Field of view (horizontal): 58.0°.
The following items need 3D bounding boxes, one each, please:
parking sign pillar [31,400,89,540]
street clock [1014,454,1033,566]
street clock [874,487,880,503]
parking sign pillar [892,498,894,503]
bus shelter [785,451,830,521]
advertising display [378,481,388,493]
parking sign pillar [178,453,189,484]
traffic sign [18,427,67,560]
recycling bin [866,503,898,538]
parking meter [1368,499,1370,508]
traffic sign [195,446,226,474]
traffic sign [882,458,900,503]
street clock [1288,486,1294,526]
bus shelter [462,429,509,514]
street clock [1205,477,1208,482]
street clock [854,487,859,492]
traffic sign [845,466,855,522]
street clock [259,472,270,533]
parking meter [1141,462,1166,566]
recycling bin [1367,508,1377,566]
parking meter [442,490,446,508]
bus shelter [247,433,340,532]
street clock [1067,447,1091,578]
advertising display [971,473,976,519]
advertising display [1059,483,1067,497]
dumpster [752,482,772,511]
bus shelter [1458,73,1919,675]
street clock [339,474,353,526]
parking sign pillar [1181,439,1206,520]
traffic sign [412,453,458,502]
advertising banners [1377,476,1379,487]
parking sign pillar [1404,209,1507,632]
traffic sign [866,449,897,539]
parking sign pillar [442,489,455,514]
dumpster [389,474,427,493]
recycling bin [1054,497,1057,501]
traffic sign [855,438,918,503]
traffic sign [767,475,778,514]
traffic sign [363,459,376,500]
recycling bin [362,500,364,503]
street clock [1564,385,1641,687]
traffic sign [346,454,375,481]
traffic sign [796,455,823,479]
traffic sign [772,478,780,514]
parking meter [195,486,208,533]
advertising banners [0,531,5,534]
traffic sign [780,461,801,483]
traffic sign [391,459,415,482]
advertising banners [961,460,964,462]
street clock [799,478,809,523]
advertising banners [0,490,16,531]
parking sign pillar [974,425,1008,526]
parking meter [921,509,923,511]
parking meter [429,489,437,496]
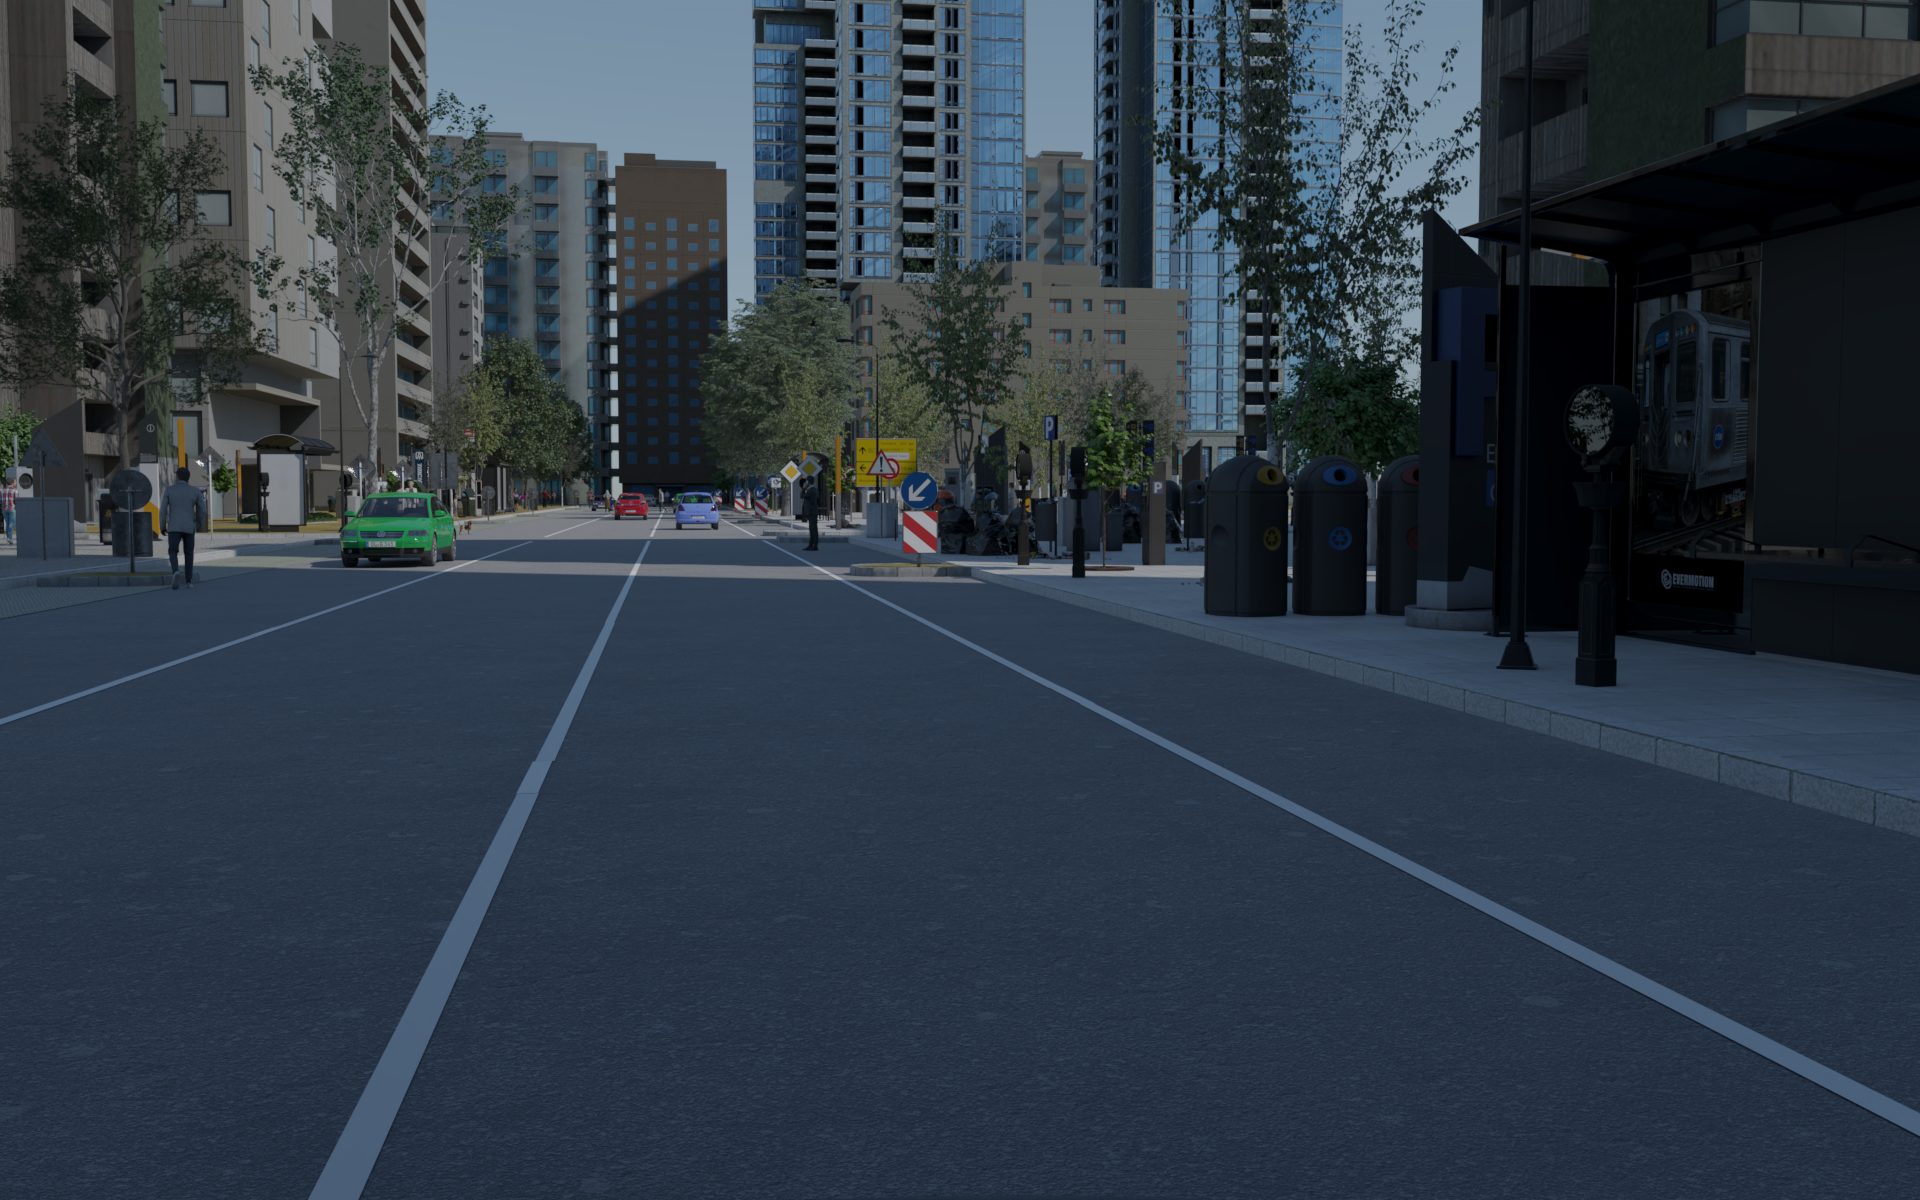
[{"bbox_3d":[-25.448,-3.696,48.897,1.447,3.967,1.447,-2,4,-23],"label":"parking sign pillar"},{"bbox_3d":[1.143,-1.623,31.111,0.358,2.002,0.471,-1,4,-8],"label":"street clock"},{"bbox_3d":[-3.826,-4.683,81.143,0.471,2.002,0.358,0,4,8],"label":"street clock"},{"bbox_3d":[-5.384,-8.681,130.405,1.447,3.967,1.447,-2,4,-31],"label":"parking sign pillar"},{"bbox_3d":[-7.364,-5.548,84.636,2.014,3.302,5.546,-1,4,-9],"label":"bus shelter"},{"bbox_3d":[-28.000,-4.804,83.763,0.123,1.923,0.974,1,4,16],"label":"advertising display"},{"bbox_3d":[-36.069,-5.557,79.332,1.447,3.967,1.447,0,4,3],"label":"parking sign pillar"},{"bbox_3d":[-17.727,-2.047,33.473,0.884,2.594,0.081,-1,4,-9],"label":"traffic sign"},{"bbox_3d":[-2.284,-2.347,50.927,0.722,1.027,0.722,2,4,28],"label":"recycling bin"},{"bbox_3d":[22.050,-5.396,93.935,0.399,1.863,0.255,-1,4,-10],"label":"parking meter"},{"bbox_3d":[-20.400,-2.898,47.123,0.795,2.593,0.064,-1,4,-9],"label":"traffic sign"},{"bbox_3d":[-2.481,-3.721,60.942,0.768,2.556,0.104,0,4,-8],"label":"traffic sign"},{"bbox_3d":[13.393,-3.969,69.459,0.471,2.002,0.358,-3,5,-41],"label":"street clock"},{"bbox_3d":[-30.186,-8.106,110.167,2.179,5.291,8.768,-1,4,-9],"label":"bus shelter"},{"bbox_3d":[10.510,-4.187,73.035,0.358,2.002,0.471,2,4,32],"label":"street clock"},{"bbox_3d":[-7.807,-7.632,129.348,0.471,2.002,0.358,0,4,1],"label":"street clock"},{"bbox_3d":[-4.995,-4.852,79.431,0.768,2.556,0.104,0,4,-7],"label":"traffic sign"},{"bbox_3d":[-23.105,-3.241,57.566,0.358,2.002,0.471,-2,4,-33],"label":"street clock"},{"bbox_3d":[3.477,-1.555,31.136,0.399,1.863,0.255,-2,4,-25],"label":"parking meter"},{"bbox_3d":[7.254,-1.154,31.422,0.722,1.027,0.722,3,4,38],"label":"recycling bin"},{"bbox_3d":[-30.406,-5.727,102.045,0.372,1.533,0.369,0,3,0],"label":"parking meter"},{"bbox_3d":[-23.225,-4.081,60.645,2.014,3.302,5.546,-1,4,-10],"label":"bus shelter"},{"bbox_3d":[1.821,-1.342,26.512,0.358,2.002,0.471,1,4,11],"label":"street clock"},{"bbox_3d":[0.328,-2.954,53.508,0.123,1.923,0.974,1,4,13],"label":"advertising display"},{"bbox_3d":[6.359,-6.141,105.624,0.123,1.923,0.974,2,4,34],"label":"advertising display"},{"bbox_3d":[-15.096,-7.929,132.126,1.502,2.255,1.985,-1,4,-9],"label":"dumpster"},{"bbox_3d":[5.764,-1.303,12.592,1.731,3.624,6.357,-1,4,-9],"label":"bus shelter"},{"bbox_3d":[-22.080,-3.532,62.323,0.471,2.002,0.358,2,4,34],"label":"street clock"},{"bbox_3d":[11.501,-5.912,85.134,1.447,3.967,1.447,-3,4,-36],"label":"parking sign pillar"},{"bbox_3d":[-26.029,-5.623,85.816,2.265,3.308,0.079,0,4,-1],"label":"traffic sign"},{"bbox_3d":[31.773,-8.468,134.642,0.090,3.025,2.074,-2,4,-35],"label":"advertising banners"},{"bbox_3d":[5.065,-1.727,16.708,1.447,3.967,1.447,-2,4,-28],"label":"parking sign pillar"},{"bbox_3d":[-2.261,-3.045,49.795,0.884,2.594,0.081,0,4,-4],"label":"traffic sign"},{"bbox_3d":[-33.439,-7.568,112.201,1.447,3.967,1.447,-3,4,-37],"label":"parking sign pillar"},{"bbox_3d":[-25.968,-4.833,81.518,1.502,2.255,1.985,-1,4,-10],"label":"dumpster"},{"bbox_3d":[7.545,-7.617,137.096,0.722,1.027,0.722,2,4,31],"label":"recycling bin"},{"bbox_3d":[-2.664,-4.212,62.736,2.265,3.308,0.079,0,4,-8],"label":"traffic sign"},{"bbox_3d":[-12.231,-6.915,113.173,0.768,2.556,0.104,0,4,-1],"label":"traffic sign"},{"bbox_3d":[-21.306,-3.790,62.065,0.768,2.556,0.104,0,4,-2],"label":"traffic sign"},{"bbox_3d":[-26.805,-4.050,78.770,0.722,1.027,0.722,1,4,10],"label":"recycling bin"},{"bbox_3d":[4.261,-0.427,11.548,0.358,2.002,0.471,-1,4,-22],"label":"street clock"},{"bbox_3d":[-17.332,-2.928,50.069,0.795,2.593,0.064,-1,4,-9],"label":"traffic sign"},{"bbox_3d":[-4.510,-3.057,52.176,0.795,2.593,0.064,-1,4,-9],"label":"traffic sign"},{"bbox_3d":[-11.806,-6.671,111.207,0.606,2.300,0.079,0,4,-2],"label":"traffic sign"},{"bbox_3d":[-25.091,-2.990,57.304,0.372,1.533,0.369,0,3,0],"label":"parking meter"},{"bbox_3d":[-31.620,-3.614,55.284,2.074,3.025,0.090,-3,4,-36],"label":"advertising banners"},{"bbox_3d":[-5.822,-3.539,60.053,0.795,2.593,0.064,-1,4,-9],"label":"traffic sign"},{"bbox_3d":[-18.644,-3.410,57.946,0.795,2.593,0.064,-1,4,-9],"label":"traffic sign"},{"bbox_3d":[0.535,-5.589,87.567,0.090,3.025,2.074,-2,4,-31],"label":"advertising banners"},{"bbox_3d":[-7.016,-4.498,78.118,0.471,2.002,0.358,3,5,43],"label":"street clock"},{"bbox_3d":[-35.827,-4.131,63.729,2.074,3.025,0.090,0,4,-7],"label":"advertising banners"},{"bbox_3d":[1.227,-4.864,68.001,1.447,3.967,1.447,2,4,25],"label":"parking sign pillar"},{"bbox_3d":[-2.163,-5.449,97.494,0.372,1.533,0.369,0,3,0],"label":"parking meter"},{"bbox_3d":[-25.088,-4.531,82.491,0.372,1.533,0.369,0,3,0],"label":"parking meter"}]
